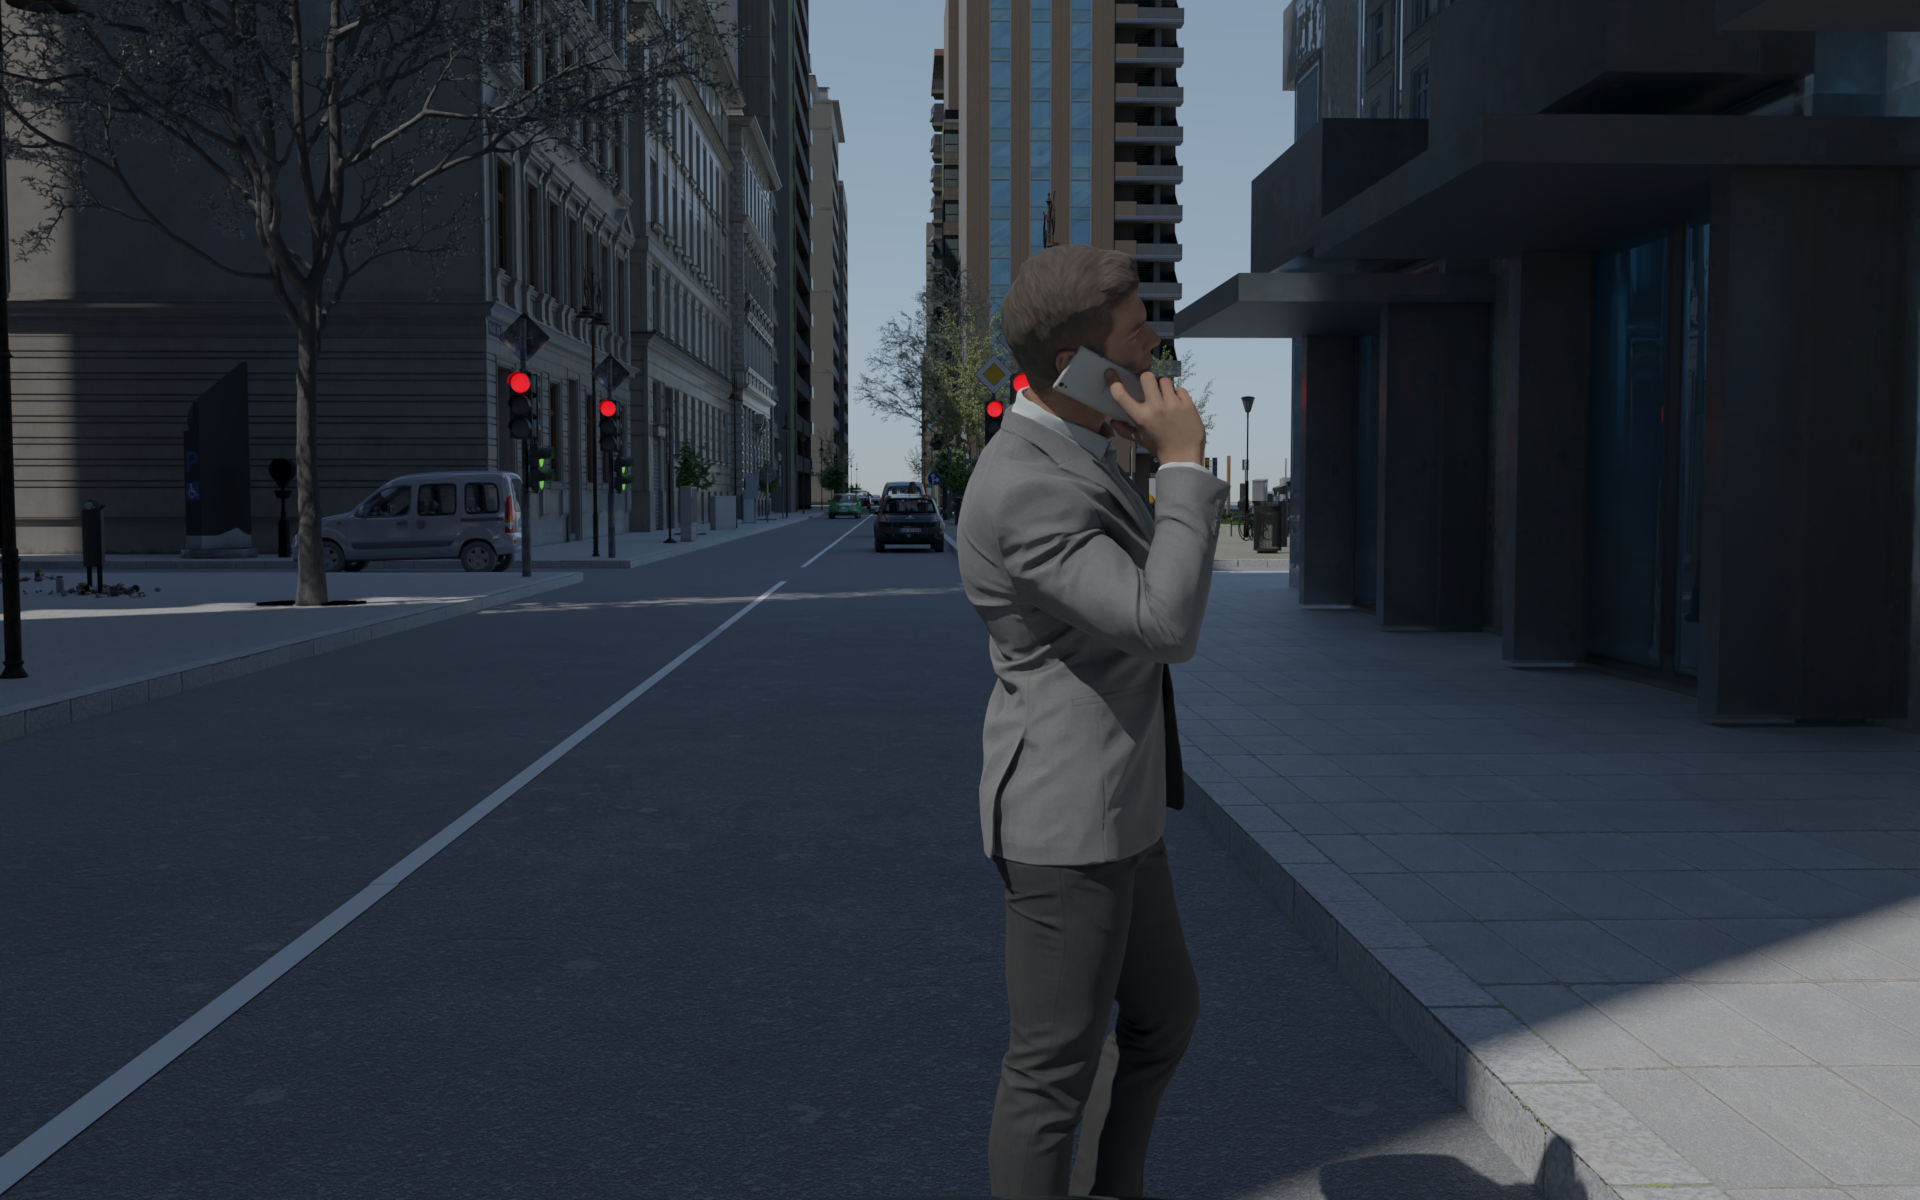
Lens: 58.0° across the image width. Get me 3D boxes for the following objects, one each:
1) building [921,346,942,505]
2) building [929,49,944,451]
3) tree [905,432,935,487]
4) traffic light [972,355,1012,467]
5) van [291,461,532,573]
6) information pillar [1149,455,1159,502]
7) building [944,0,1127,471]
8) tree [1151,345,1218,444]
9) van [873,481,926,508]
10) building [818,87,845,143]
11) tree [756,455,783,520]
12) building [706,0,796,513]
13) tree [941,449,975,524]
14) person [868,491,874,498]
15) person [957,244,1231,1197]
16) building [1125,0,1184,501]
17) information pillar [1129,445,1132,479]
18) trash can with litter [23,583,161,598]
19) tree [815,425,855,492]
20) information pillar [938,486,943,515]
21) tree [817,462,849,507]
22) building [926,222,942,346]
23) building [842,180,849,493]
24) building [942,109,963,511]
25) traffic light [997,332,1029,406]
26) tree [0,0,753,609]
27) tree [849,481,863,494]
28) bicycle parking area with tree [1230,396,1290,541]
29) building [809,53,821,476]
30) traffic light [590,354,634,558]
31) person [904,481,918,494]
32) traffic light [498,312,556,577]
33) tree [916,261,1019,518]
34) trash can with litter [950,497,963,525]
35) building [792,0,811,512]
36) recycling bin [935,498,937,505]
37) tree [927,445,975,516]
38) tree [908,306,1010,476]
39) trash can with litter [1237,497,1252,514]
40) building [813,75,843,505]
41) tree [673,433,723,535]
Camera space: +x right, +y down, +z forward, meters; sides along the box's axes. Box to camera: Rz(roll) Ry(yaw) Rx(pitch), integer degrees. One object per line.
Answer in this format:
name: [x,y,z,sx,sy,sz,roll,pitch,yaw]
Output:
building: [9.135,-22.788,217.630,27.650,21.520,28.899,0,4,-2]
building: [8.171,-31.552,170.502,22.147,44.769,28.867,0,4,-2]
tree: [-4.188,-15.170,198.387,4.360,8.622,3.978,0,3,0]
traffic light: [0.665,-2.821,35.047,0.839,4.253,0.868,0,4,-2]
van: [-9.895,-1.484,31.280,4.112,2.044,2.013,0,4,-2]
information pillar: [10.259,-6.123,91.473,0.504,3.616,0.183,-1,4,-12]
building: [5.719,-30.436,147.746,14.600,45.320,14.200,0,4,-2]
tree: [10.637,-8.342,86.757,4.737,8.622,4.395,0,3,0]
van: [-1.916,-3.142,58.380,2.013,2.044,4.112,0,4,-3]
building: [-29.780,-39.094,228.424,28.713,52.752,27.495,0,4,-2]
tree: [-9.555,-5.535,85.104,1.663,3.219,1.824,0,3,0]
building: [-18.591,-26.457,116.167,14.154,41.232,14.086,0,4,-2]
tree: [-0.153,-4.847,73.852,1.663,3.219,1.824,0,3,0]
person: [-12.215,-13.678,232.152,1.348,1.821,0.705,1,4,9]
person: [0.223,0.360,2.793,0.473,1.802,0.592,1,4,20]
building: [7.063,-28.649,118.523,14.600,45.320,14.200,0,4,-2]
information pillar: [8.188,-5.611,83.098,0.183,3.616,0.504,1,4,9]
trash can with litter: [-11.075,-0.677,22.121,1.678,1.210,2.233,-3,5,-40]
tree: [-13.522,-14.297,184.126,4.360,8.622,3.978,0,3,0]
information pillar: [-1.182,-6.375,108.722,0.304,2.012,0.304,-1,4,-12]
tree: [-13.138,-11.935,178.844,4.285,4.588,4.351,0,3,0]
building: [1.845,-35.389,262.201,14.154,41.232,14.086,0,4,-2]
building: [-27.333,-38.499,253.155,21.300,48.544,21.600,0,4,-2]
building: [5.586,-22.135,133.610,14.160,30.474,14.107,0,4,-2]
traffic light: [0.945,-2.333,27.067,0.839,4.253,0.868,0,4,-2]
tree: [-7.555,-6.690,19.748,12.009,13.543,11.850,0,3,0]
tree: [-15.463,-16.161,258.840,1.663,3.219,1.824,0,3,0]
bicycle parking area with tree: [10.856,-3.841,49.811,8.231,4.147,9.016,3,5,40]
building: [-25.091,-33.038,159.774,23.786,49.044,30.456,0,4,-2]
traffic light: [-6.991,-2.804,34.764,0.839,4.253,0.868,0,4,-2]
person: [-1.436,-2.706,52.756,0.555,1.821,0.388,0,4,-5]
traffic light: [-6.711,-2.316,26.784,0.839,4.253,0.868,0,4,-2]
tree: [-0.515,-11.107,91.966,12.009,13.543,11.850,0,3,0]
trash can with litter: [0.153,-3.668,71.351,1.055,1.170,0.624,-3,5,-42]
building: [-22.818,-31.203,133.873,21.300,48.544,21.600,0,4,-2]
recycling bin: [-1.834,-5.914,109.255,0.722,1.027,0.722,0,4,-2]
tree: [-0.402,-7.310,103.224,4.285,4.588,4.351,0,3,0]
tree: [0.332,-7.126,66.870,4.737,8.622,4.395,0,3,0]
trash can with litter: [13.623,-4.464,84.381,1.055,1.170,0.624,-1,4,-21]
building: [-25.284,-35.504,204.193,21.300,48.544,21.600,0,4,-2]
tree: [-8.553,-3.663,54.498,1.663,3.219,1.824,0,3,0]
